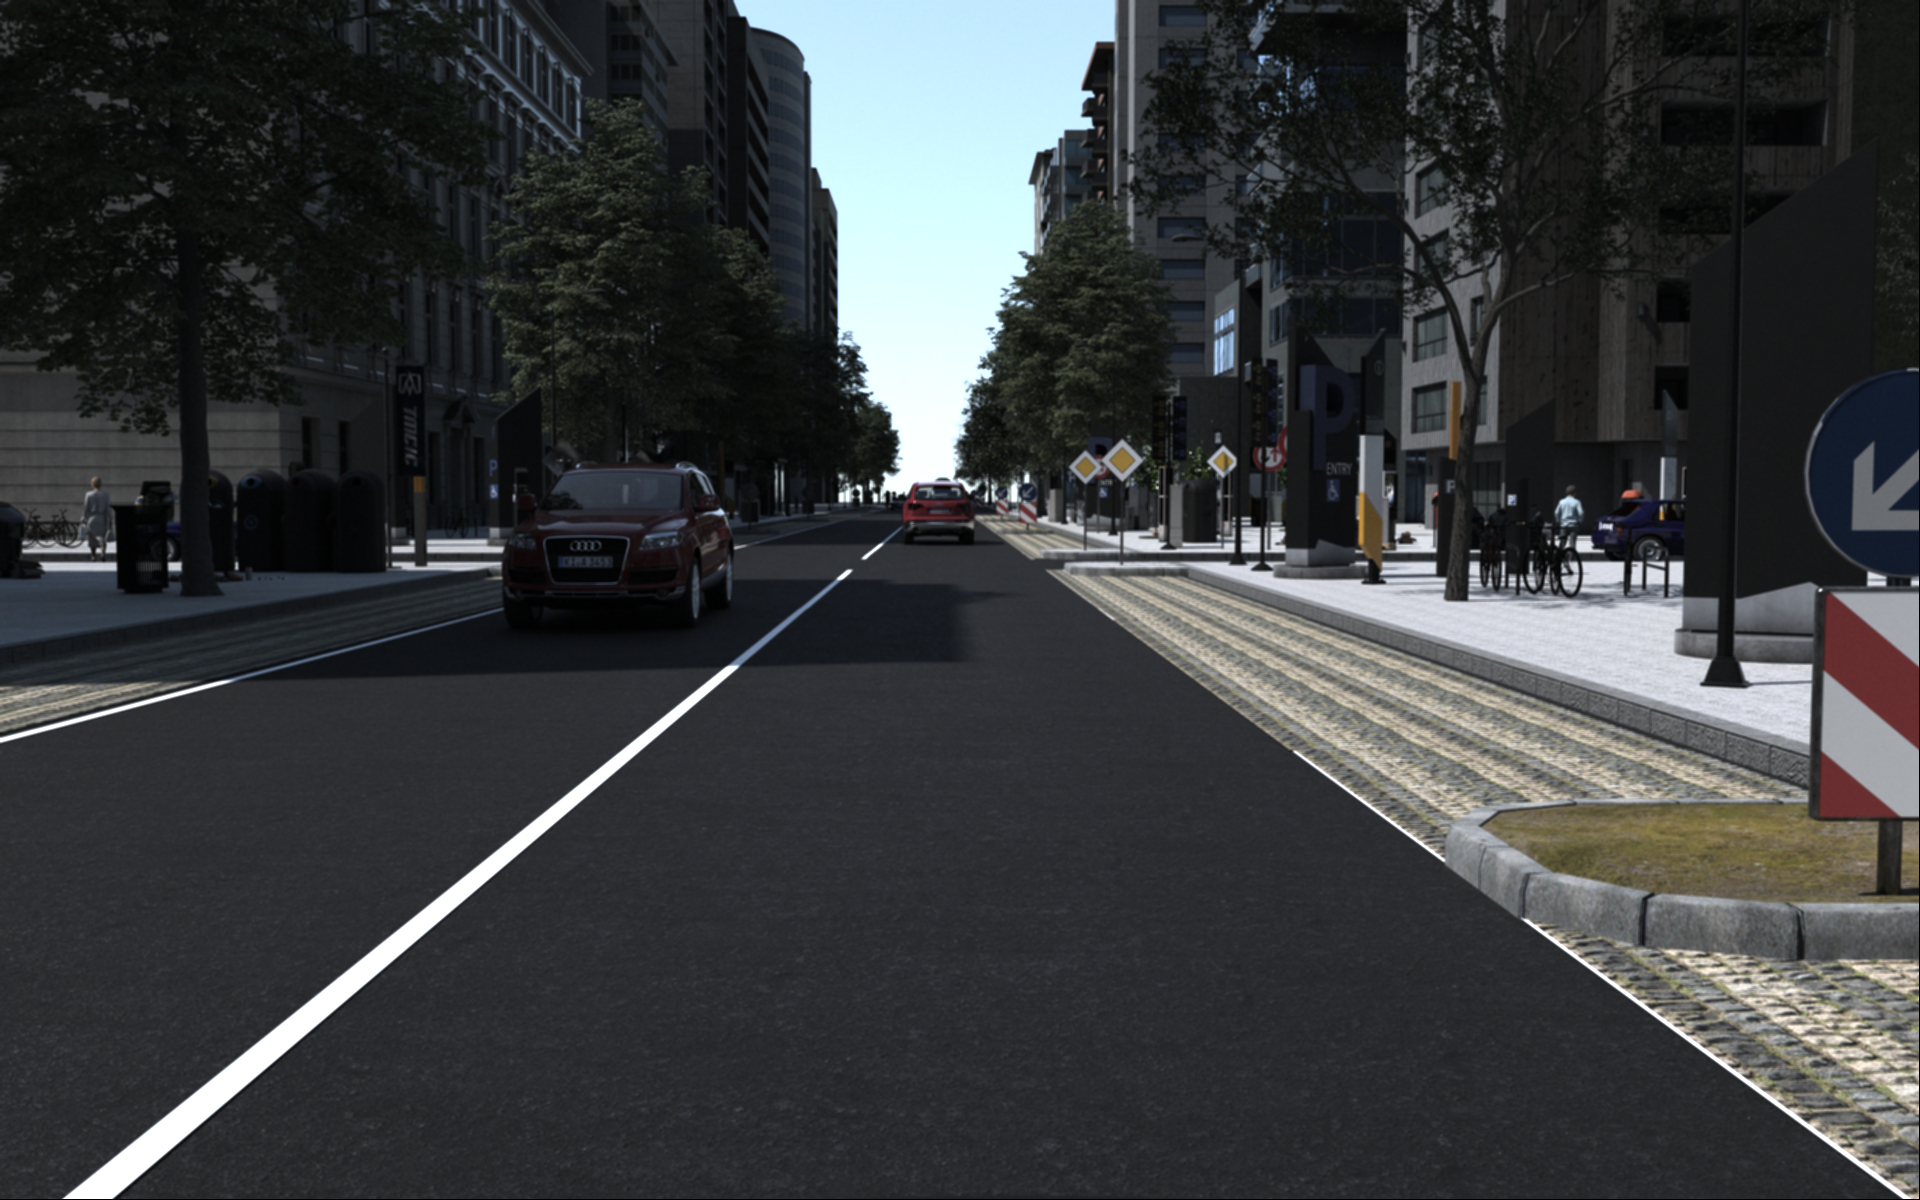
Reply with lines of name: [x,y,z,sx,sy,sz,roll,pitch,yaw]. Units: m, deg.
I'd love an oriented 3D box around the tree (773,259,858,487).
tree: [-9.830,-9.490,73.292,7.486,12.596,7.792,0,3,0]

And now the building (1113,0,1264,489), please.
building: [22.870,-36.488,138.577,21.231,58.520,28.212,0,4,-1]

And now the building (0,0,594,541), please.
building: [-26.701,-17.828,67.901,17.030,29.872,44.131,0,4,-1]

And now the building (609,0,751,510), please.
building: [-28.533,-43.412,148.041,20.563,71.187,20.611,0,4,-1]

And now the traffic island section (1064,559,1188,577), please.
traffic island section: [2.943,-0.552,31.314,2.009,0.180,2.903,0,4,-1]

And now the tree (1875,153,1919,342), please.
tree: [15.832,-4.615,25.816,4.360,8.622,3.978,0,3,0]

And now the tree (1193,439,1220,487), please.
tree: [8.508,-4.070,61.152,1.663,3.219,1.824,0,3,0]

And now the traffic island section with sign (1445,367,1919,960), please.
traffic island section with sign: [2.873,0.147,6.232,1.989,1.847,2.006,0,4,-1]

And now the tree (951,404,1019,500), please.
tree: [4.119,-16.459,179.467,12.009,13.543,11.850,0,3,0]

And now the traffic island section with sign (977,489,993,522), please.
traffic island section with sign: [2.024,-4.925,89.148,1.989,1.847,2.006,0,4,-1]

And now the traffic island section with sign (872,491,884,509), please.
traffic island section with sign: [-8.535,-9.606,165.693,1.989,1.847,2.006,0,4,-1]

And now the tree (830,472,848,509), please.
tree: [-10.752,-9.483,149.649,1.663,3.219,1.824,0,3,0]

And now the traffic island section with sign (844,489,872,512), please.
traffic island section with sign: [-8.254,-7.958,138.740,1.989,1.847,2.006,0,4,-1]

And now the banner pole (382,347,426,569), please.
banner pole: [-9.580,-2.428,29.721,0.863,3.779,0.401,-1,4,-10]

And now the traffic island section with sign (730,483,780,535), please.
traffic island section with sign: [-7.470,-3.249,61.742,1.989,1.847,2.006,0,4,-1]

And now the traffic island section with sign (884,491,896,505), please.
traffic island section with sign: [-9.117,-13.038,221.797,1.989,1.847,2.006,0,4,-1]

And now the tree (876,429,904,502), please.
tree: [-12.528,-20.925,267.874,9.928,11.665,9.643,0,3,0]

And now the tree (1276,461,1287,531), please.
tree: [11.773,-4.019,60.312,1.663,3.219,1.824,0,3,0]

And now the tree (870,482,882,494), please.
tree: [-11.960,-15.655,250.552,1.663,3.219,1.824,0,3,0]

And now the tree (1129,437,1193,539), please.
tree: [5.560,-3.399,50.173,1.663,3.219,1.824,0,3,0]

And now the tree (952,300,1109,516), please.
tree: [4.677,-11.279,101.419,9.611,12.733,9.660,0,3,0]

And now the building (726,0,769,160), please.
building: [-30.391,-33.442,170.480,21.300,48.544,21.600,0,4,-1]

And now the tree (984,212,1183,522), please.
tree: [5.468,-10.593,79.852,9.857,13.997,8.962,0,3,0]

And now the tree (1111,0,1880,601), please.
tree: [5.895,-5.245,20.169,8.767,10.594,7.601,1,4,8]

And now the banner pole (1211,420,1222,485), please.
banner pole: [8.669,-4.205,58.773,0.401,3.779,0.863,-1,4,-21]

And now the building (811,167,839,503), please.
building: [-29.548,-38.891,259.572,21.300,48.544,21.600,0,4,-1]

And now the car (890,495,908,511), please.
car: [-5.186,-8.519,151.859,1.945,1.354,3.894,0,4,-1]

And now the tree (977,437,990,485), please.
tree: [3.975,-12.575,155.956,4.737,8.622,4.395,0,3,0]

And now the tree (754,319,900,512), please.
tree: [-11.068,-13.450,126.559,9.857,13.997,8.962,0,3,0]

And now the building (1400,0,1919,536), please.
building: [23.051,-17.374,55.774,14.107,30.474,14.160,0,4,-1]

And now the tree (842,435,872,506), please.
tree: [-11.730,-14.625,189.483,4.737,8.622,4.395,0,3,0]

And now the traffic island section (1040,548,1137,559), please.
traffic island section: [2.861,-1.041,39.299,2.009,0.180,2.903,0,4,-1]

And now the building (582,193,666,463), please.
building: [-23.298,-14.393,99.956,10.561,19.102,19.286,0,4,-1]

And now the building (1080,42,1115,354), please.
building: [23.140,-31.385,167.770,22.147,44.769,28.867,0,4,-1]

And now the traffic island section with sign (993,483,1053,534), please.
traffic island section with sign: [2.295,-3.276,62.195,1.989,1.847,2.006,0,4,-1]

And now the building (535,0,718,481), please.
building: [-34.423,-26.552,126.011,32.217,40.220,23.993,0,4,-1]

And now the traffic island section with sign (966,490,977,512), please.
traffic island section with sign: [1.507,-7.975,139.013,1.989,1.847,2.006,0,4,-1]

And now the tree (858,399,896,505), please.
tree: [-11.013,-17.569,205.378,7.486,12.596,7.792,0,3,0]

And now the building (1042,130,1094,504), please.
building: [22.367,-37.286,229.238,23.786,49.044,30.456,0,4,-1]

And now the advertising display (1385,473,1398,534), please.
advertising display: [13.467,-2.990,54.107,0.123,1.923,0.974,0,4,-2]

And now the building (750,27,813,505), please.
building: [-30.230,-41.393,218.767,21.231,58.520,28.212,0,4,-1]

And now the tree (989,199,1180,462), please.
tree: [4.842,-9.129,67.388,7.486,12.596,7.792,0,3,0]

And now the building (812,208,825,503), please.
building: [-26.428,-34.139,241.759,14.154,41.232,14.086,0,4,-1]

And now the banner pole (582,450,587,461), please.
banner pole: [-15.839,-5.082,73.103,0.401,3.779,0.863,0,4,6]

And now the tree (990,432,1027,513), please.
tree: [4.975,-11.654,140.899,4.737,8.622,4.395,0,3,0]

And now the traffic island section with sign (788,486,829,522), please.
traffic island section with sign: [-7.744,-4.911,88.917,1.989,1.847,2.006,0,4,-1]

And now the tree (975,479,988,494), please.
tree: [2.983,-15.493,247.913,1.663,3.219,1.824,0,3,0]

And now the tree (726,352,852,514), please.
tree: [-10.913,-10.717,109.637,8.767,10.594,7.601,0,4,2]

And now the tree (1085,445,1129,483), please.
tree: [7.462,-6.452,89.211,4.285,4.588,4.351,0,3,0]

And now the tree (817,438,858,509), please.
tree: [-10.648,-11.916,145.187,4.360,8.622,3.978,0,3,0]

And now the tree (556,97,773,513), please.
tree: [-10.059,-8.047,49.694,7.486,12.596,7.792,0,3,0]

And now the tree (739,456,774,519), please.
tree: [-10.450,-5.770,88.936,1.663,3.219,1.824,0,3,0]

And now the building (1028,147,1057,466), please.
building: [25.147,-40.982,259.285,28.713,52.752,27.495,0,4,-1]

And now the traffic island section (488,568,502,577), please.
traffic island section: [-7.148,-0.546,31.215,2.009,0.180,2.903,0,4,-1]

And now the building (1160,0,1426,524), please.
building: [23.236,-47.405,87.742,22.319,86.520,31.000,0,4,-1]

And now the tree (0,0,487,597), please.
tree: [-9.460,-6.296,21.069,7.486,12.596,7.792,0,3,0]
